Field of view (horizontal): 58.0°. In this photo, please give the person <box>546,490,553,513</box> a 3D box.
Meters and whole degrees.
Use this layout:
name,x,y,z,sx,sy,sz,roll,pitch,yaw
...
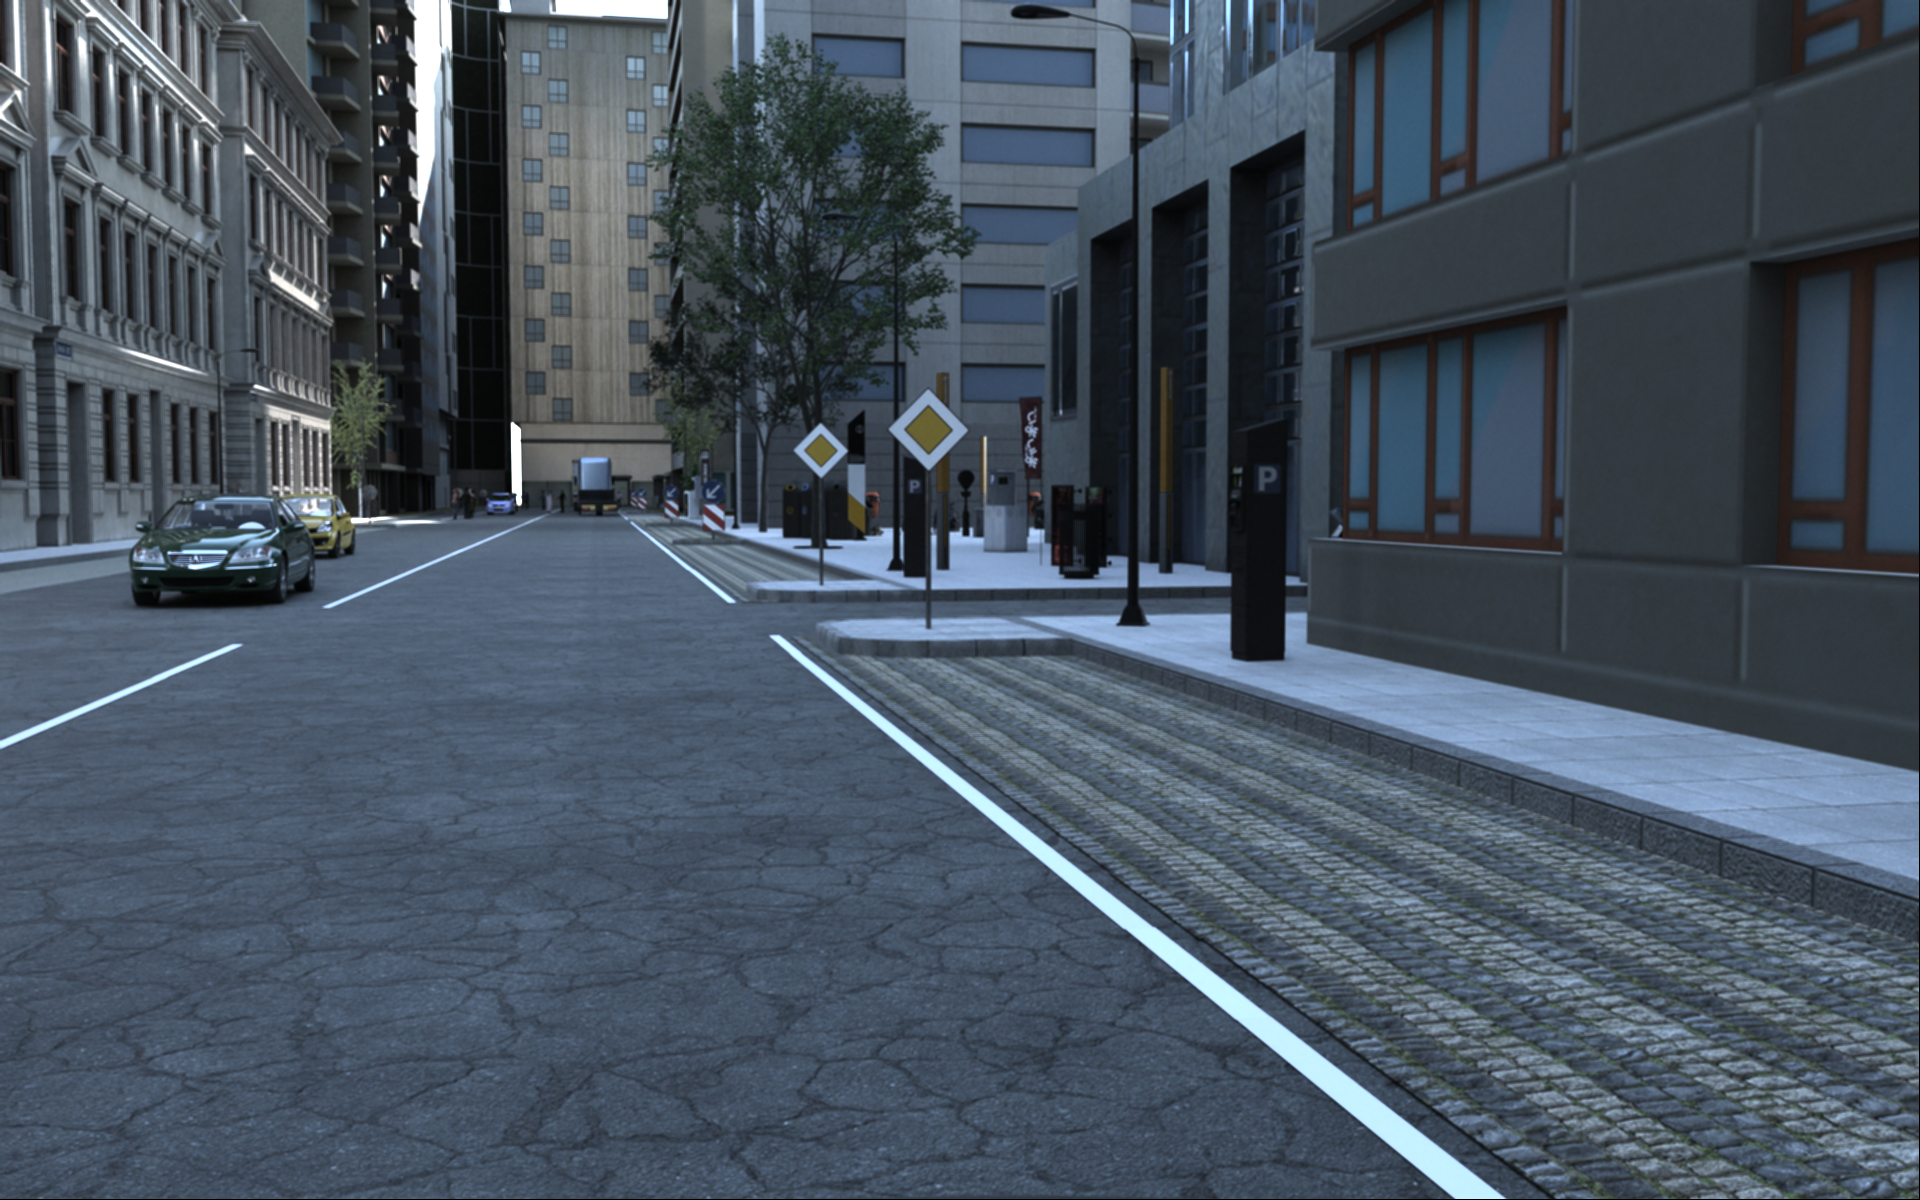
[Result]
name,x,y,z,sx,sy,sz,roll,pitch,yaw
person,-30.643,-7.348,129.311,0.551,1.740,0.621,0,4,-2

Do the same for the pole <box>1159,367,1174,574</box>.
name,x,y,z,sx,sy,sz,roll,pitch,yaw
pole,3.334,-2.086,27.953,0.158,3.312,0.155,0,3,0

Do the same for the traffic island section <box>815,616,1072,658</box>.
name,x,y,z,sx,sy,sz,roll,pitch,yaw
traffic island section,-0.282,0.353,16.512,2.009,0.180,2.903,-1,4,-12

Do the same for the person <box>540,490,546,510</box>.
name,x,y,z,sx,sy,sz,roll,pitch,yaw
person,-38.600,-9.282,160.347,0.705,1.814,1.350,-2,4,-34

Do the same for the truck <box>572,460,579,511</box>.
name,x,y,z,sx,sy,sz,roll,pitch,yaw
truck,-31.676,-9.706,147.602,2.839,4.237,11.283,-1,4,-12

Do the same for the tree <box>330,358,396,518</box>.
name,x,y,z,sx,sy,sz,roll,pitch,yaw
tree,-32.357,-8.696,92.535,4.737,8.622,4.395,0,3,0

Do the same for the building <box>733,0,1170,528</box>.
name,x,y,z,sx,sy,sz,roll,pitch,yaw
building,0.220,-32.820,78.600,21.231,58.520,28.212,-1,4,-12

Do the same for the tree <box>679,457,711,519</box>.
name,x,y,z,sx,sy,sz,roll,pitch,yaw
tree,-13.861,-5.863,90.464,1.663,3.219,1.824,0,3,0

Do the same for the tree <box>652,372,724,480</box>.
name,x,y,z,sx,sy,sz,roll,pitch,yaw
tree,-16.044,-9.321,102.755,4.737,8.622,4.395,0,3,0

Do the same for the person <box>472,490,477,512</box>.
name,x,y,z,sx,sy,sz,roll,pitch,yaw
person,-36.593,-7.418,130.486,0.721,1.736,1.217,-3,4,-36

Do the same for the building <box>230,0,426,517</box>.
name,x,y,z,sx,sy,sz,roll,pitch,yaw
building,-45.401,-27.633,106.422,22.147,44.769,28.867,-1,4,-12

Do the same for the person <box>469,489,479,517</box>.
name,x,y,z,sx,sy,sz,roll,pitch,yaw
person,-30.052,-5.955,106.597,0.721,1.736,1.217,1,4,22

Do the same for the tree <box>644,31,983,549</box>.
name,x,y,z,sx,sy,sz,roll,pitch,yaw
tree,-3.504,-7.018,40.499,9.928,11.665,9.643,0,3,0

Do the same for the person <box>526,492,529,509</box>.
name,x,y,z,sx,sy,sz,roll,pitch,yaw
person,-42.812,-9.867,171.293,0.415,1.643,0.593,-1,4,-17

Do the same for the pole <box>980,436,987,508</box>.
name,x,y,z,sx,sy,sz,roll,pitch,yaw
pole,0.829,-4.119,61.183,0.158,3.312,0.155,0,3,0

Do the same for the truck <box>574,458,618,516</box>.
name,x,y,z,sx,sy,sz,roll,pitch,yaw
truck,-25.645,-8.098,122.153,2.967,4.110,18.799,-1,4,-13

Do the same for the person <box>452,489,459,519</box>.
name,x,y,z,sx,sy,sz,roll,pitch,yaw
person,-28.773,-5.451,98.348,0.721,1.743,1.217,-1,4,-14

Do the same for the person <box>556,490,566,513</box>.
name,x,y,z,sx,sy,sz,roll,pitch,yaw
person,-30.526,-7.557,132.584,0.721,1.766,1.217,1,4,19

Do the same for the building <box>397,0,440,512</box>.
name,x,y,z,sx,sy,sz,roll,pitch,yaw
building,-46.762,-29.266,128.614,14.600,45.320,14.200,-1,4,-12

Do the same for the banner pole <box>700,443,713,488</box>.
name,x,y,z,sx,sy,sz,roll,pitch,yaw
banner pole,-12.374,-5.815,85.100,0.863,3.779,0.401,2,4,24

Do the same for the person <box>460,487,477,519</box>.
name,x,y,z,sx,sy,sz,roll,pitch,yaw
person,-28.666,-5.645,100.825,1.348,1.821,0.705,2,4,29

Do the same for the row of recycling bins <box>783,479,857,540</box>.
name,x,y,z,sx,sy,sz,roll,pitch,yaw
row of recycling bins,-3.990,-2.618,49.920,1.069,1.692,3.534,-2,4,-35

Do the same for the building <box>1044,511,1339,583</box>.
name,x,y,z,sx,sy,sz,roll,pitch,yaw
building,18.026,-44.220,35.664,31.000,86.520,22.319,-1,4,-12

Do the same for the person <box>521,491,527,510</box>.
name,x,y,z,sx,sy,sz,roll,pitch,yaw
person,-39.109,-8.934,155.483,0.541,1.710,0.530,0,4,-8

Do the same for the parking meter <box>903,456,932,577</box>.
name,x,y,z,sx,sy,sz,roll,pitch,yaw
parking meter,-0.657,-1.286,26.735,0.399,1.863,0.255,1,4,13

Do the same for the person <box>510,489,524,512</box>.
name,x,y,z,sx,sy,sz,roll,pitch,yaw
person,-35.879,-8.026,139.718,1.348,1.826,0.705,-2,4,-35

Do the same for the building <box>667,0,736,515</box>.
name,x,y,z,sx,sy,sz,roll,pitch,yaw
building,-8.447,-30.161,116.830,21.300,48.544,21.600,-1,4,-12

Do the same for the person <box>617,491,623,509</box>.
name,x,y,z,sx,sy,sz,roll,pitch,yaw
person,-32.014,-9.358,162.433,0.756,1.711,0.436,3,5,43

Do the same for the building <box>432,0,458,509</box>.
name,x,y,z,sx,sy,sz,roll,pitch,yaw
building,-58.760,-34.401,151.693,27.495,52.752,28.713,-1,4,-12

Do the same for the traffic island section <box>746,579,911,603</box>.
name,x,y,z,sx,sy,sz,roll,pitch,yaw
traffic island section,-1.925,-0.125,24.327,2.009,0.180,2.903,-1,4,-12

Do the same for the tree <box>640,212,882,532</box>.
name,x,y,z,sx,sy,sz,roll,pitch,yaw
tree,-6.689,-7.551,57.873,8.767,10.594,7.601,0,4,1

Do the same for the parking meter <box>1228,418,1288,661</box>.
name,x,y,z,sx,sy,sz,roll,pitch,yaw
parking meter,2.295,-0.468,13.369,0.399,1.863,0.255,-1,4,-17

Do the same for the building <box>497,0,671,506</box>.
name,x,y,z,sx,sy,sz,roll,pitch,yaw
building,-36.144,-36.904,192.618,27.495,52.752,28.713,-1,4,-12

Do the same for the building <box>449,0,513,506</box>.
name,x,y,z,sx,sy,sz,roll,pitch,yaw
building,-58.863,-45.564,183.222,20.611,71.187,20.563,-1,4,-12

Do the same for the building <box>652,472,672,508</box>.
name,x,y,z,sx,sy,sz,roll,pitch,yaw
building,-12.804,-28.870,163.913,32.217,40.220,23.993,-1,4,-12

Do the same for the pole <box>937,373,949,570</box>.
name,x,y,z,sx,sy,sz,roll,pitch,yaw
pole,-0.289,-2.166,29.252,0.158,3.312,0.155,0,3,0
